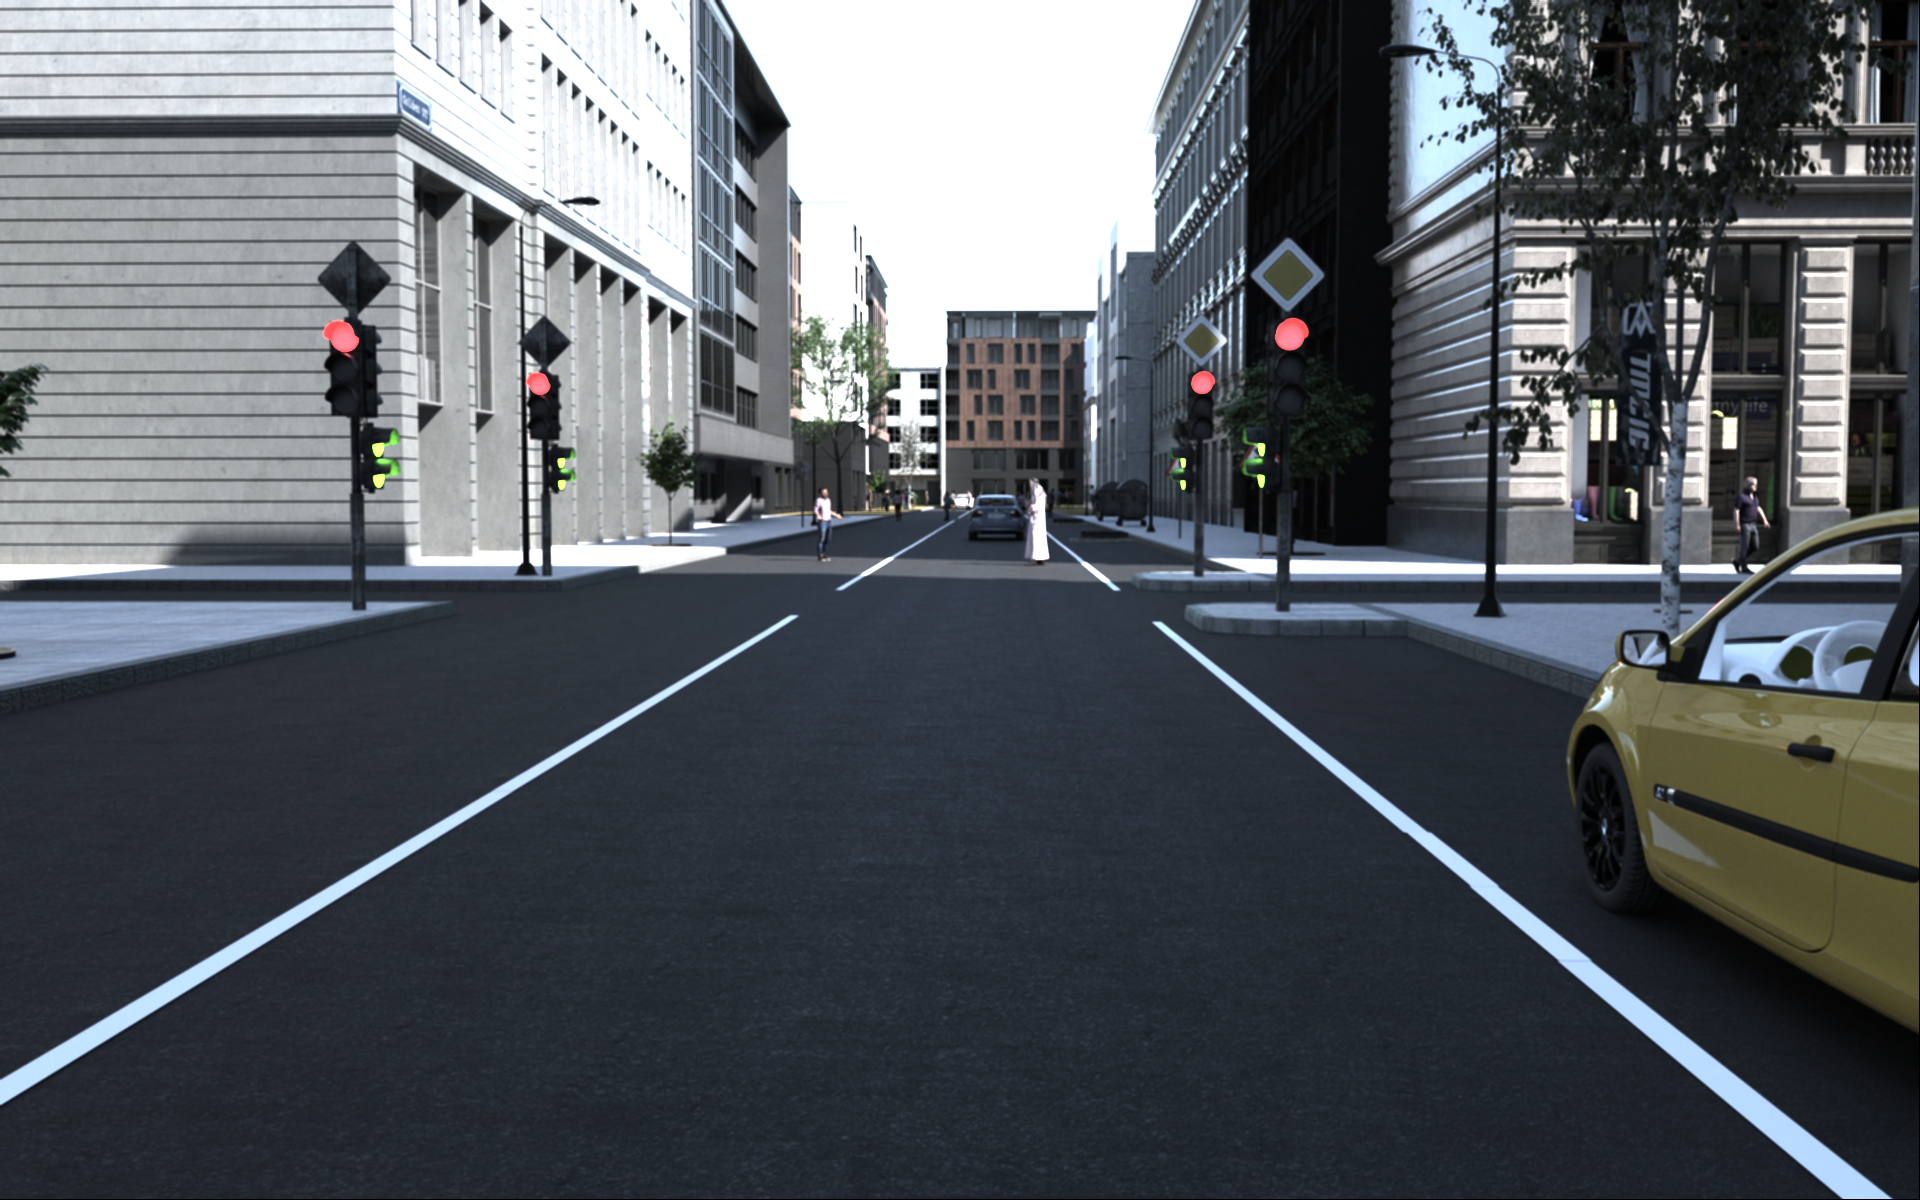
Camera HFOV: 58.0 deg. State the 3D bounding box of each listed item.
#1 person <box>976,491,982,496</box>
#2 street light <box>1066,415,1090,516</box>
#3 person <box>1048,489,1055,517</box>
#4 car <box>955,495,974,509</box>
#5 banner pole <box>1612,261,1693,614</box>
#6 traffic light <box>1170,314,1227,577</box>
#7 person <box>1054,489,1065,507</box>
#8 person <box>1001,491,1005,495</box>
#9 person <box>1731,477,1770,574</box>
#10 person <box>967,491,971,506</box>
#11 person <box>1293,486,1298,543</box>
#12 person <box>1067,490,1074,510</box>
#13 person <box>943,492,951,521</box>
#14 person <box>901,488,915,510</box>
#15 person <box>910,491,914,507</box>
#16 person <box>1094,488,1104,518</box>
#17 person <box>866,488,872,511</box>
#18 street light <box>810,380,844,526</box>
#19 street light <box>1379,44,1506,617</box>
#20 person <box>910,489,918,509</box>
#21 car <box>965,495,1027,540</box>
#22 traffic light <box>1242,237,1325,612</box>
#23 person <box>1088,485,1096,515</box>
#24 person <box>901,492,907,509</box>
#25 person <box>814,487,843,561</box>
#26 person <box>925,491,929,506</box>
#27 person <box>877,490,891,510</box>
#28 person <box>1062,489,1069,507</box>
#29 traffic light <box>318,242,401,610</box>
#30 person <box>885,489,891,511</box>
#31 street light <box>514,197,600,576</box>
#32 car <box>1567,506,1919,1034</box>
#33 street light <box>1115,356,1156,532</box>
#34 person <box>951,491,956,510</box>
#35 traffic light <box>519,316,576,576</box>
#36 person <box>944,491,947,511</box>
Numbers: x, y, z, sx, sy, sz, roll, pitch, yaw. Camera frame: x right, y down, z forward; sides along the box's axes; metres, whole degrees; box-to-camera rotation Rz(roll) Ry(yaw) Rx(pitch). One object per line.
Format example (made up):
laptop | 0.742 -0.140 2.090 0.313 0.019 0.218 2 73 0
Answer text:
person | 1.949 -9.989 172.617 0.742 1.727 0.445 -3 5 -44
street light | 6.914 -7.903 101.758 1.470 5.913 1.316 0 4 1
person | 5.692 -6.009 107.197 0.568 1.767 0.683 -3 5 -43
car | 0.332 -9.632 169.847 2.083 1.381 4.827 0 4 2
banner pole | 7.528 -1.759 18.777 0.863 3.779 0.401 2 4 30
traffic light | 3.697 -2.300 26.845 0.839 4.213 0.868 0 4 1
person | 9.970 -10.379 175.825 1.350 1.814 0.705 1 4 15
person | 2.141 -4.727 87.738 0.963 1.587 0.435 -3 4 -38
person | 12.628 -1.193 27.750 0.569 1.553 0.471 0 4 4
person | 0.765 -9.043 157.283 0.436 1.711 0.756 -1 4 -10
person | 8.582 -2.314 45.329 0.517 1.644 0.566 1 4 18
person | 9.023 -8.186 141.355 0.593 1.643 0.415 -1 4 -17
person | -0.692 -5.069 93.589 0.429 1.552 0.499 0 4 3
person | -4.390 -8.314 142.067 1.350 1.814 0.705 0 4 0
person | -4.587 -9.738 165.700 0.683 1.767 0.568 -3 5 -43
person | 7.601 -5.290 94.396 0.647 1.594 0.662 2 4 34
person | -6.821 -7.563 130.249 0.434 1.755 0.990 0 4 -7
street light | -5.397 -5.988 70.438 1.470 5.913 1.316 0 4 1
street light | 5.027 -2.782 18.034 1.470 5.913 1.316 0 4 1
person | -4.217 -8.693 148.965 1.217 1.735 0.721 -1 4 -19
car | 1.158 -2.637 55.122 2.014 1.417 4.499 0 4 1
traffic light | 3.519 -1.811 18.862 0.839 4.213 0.868 0 4 1
person | 7.990 -6.100 105.645 0.599 1.838 0.709 0 4 -5
person | -4.836 -8.925 155.195 0.599 1.433 0.991 3 5 40
person | -2.914 -1.635 37.197 0.435 1.587 0.963 2 4 25
person | -3.498 -10.685 183.748 0.434 1.755 0.990 0 4 7
person | -6.175 -8.160 140.175 1.217 1.735 0.721 -1 4 -8
person | 10.551 -10.007 170.440 1.217 1.735 0.721 1 4 19
traffic light | -6.640 -1.824 19.072 0.839 4.213 0.868 0 4 1
person | -5.326 -7.504 129.539 0.445 1.727 0.742 -3 5 -42
street light | -6.324 -3.344 27.223 1.470 5.913 1.316 0 4 1
car | 3.020 0.334 4.766 2.015 1.641 3.980 0 4 1
street light | 5.908 -5.249 58.362 1.470 5.913 1.316 0 4 1
person | -0.658 -8.761 152.528 0.721 1.735 1.217 2 4 32
traffic light | -6.462 -2.313 27.055 0.839 4.213 0.868 0 4 1
person | -1.156 -8.245 144.245 0.436 1.711 0.756 0 4 5
